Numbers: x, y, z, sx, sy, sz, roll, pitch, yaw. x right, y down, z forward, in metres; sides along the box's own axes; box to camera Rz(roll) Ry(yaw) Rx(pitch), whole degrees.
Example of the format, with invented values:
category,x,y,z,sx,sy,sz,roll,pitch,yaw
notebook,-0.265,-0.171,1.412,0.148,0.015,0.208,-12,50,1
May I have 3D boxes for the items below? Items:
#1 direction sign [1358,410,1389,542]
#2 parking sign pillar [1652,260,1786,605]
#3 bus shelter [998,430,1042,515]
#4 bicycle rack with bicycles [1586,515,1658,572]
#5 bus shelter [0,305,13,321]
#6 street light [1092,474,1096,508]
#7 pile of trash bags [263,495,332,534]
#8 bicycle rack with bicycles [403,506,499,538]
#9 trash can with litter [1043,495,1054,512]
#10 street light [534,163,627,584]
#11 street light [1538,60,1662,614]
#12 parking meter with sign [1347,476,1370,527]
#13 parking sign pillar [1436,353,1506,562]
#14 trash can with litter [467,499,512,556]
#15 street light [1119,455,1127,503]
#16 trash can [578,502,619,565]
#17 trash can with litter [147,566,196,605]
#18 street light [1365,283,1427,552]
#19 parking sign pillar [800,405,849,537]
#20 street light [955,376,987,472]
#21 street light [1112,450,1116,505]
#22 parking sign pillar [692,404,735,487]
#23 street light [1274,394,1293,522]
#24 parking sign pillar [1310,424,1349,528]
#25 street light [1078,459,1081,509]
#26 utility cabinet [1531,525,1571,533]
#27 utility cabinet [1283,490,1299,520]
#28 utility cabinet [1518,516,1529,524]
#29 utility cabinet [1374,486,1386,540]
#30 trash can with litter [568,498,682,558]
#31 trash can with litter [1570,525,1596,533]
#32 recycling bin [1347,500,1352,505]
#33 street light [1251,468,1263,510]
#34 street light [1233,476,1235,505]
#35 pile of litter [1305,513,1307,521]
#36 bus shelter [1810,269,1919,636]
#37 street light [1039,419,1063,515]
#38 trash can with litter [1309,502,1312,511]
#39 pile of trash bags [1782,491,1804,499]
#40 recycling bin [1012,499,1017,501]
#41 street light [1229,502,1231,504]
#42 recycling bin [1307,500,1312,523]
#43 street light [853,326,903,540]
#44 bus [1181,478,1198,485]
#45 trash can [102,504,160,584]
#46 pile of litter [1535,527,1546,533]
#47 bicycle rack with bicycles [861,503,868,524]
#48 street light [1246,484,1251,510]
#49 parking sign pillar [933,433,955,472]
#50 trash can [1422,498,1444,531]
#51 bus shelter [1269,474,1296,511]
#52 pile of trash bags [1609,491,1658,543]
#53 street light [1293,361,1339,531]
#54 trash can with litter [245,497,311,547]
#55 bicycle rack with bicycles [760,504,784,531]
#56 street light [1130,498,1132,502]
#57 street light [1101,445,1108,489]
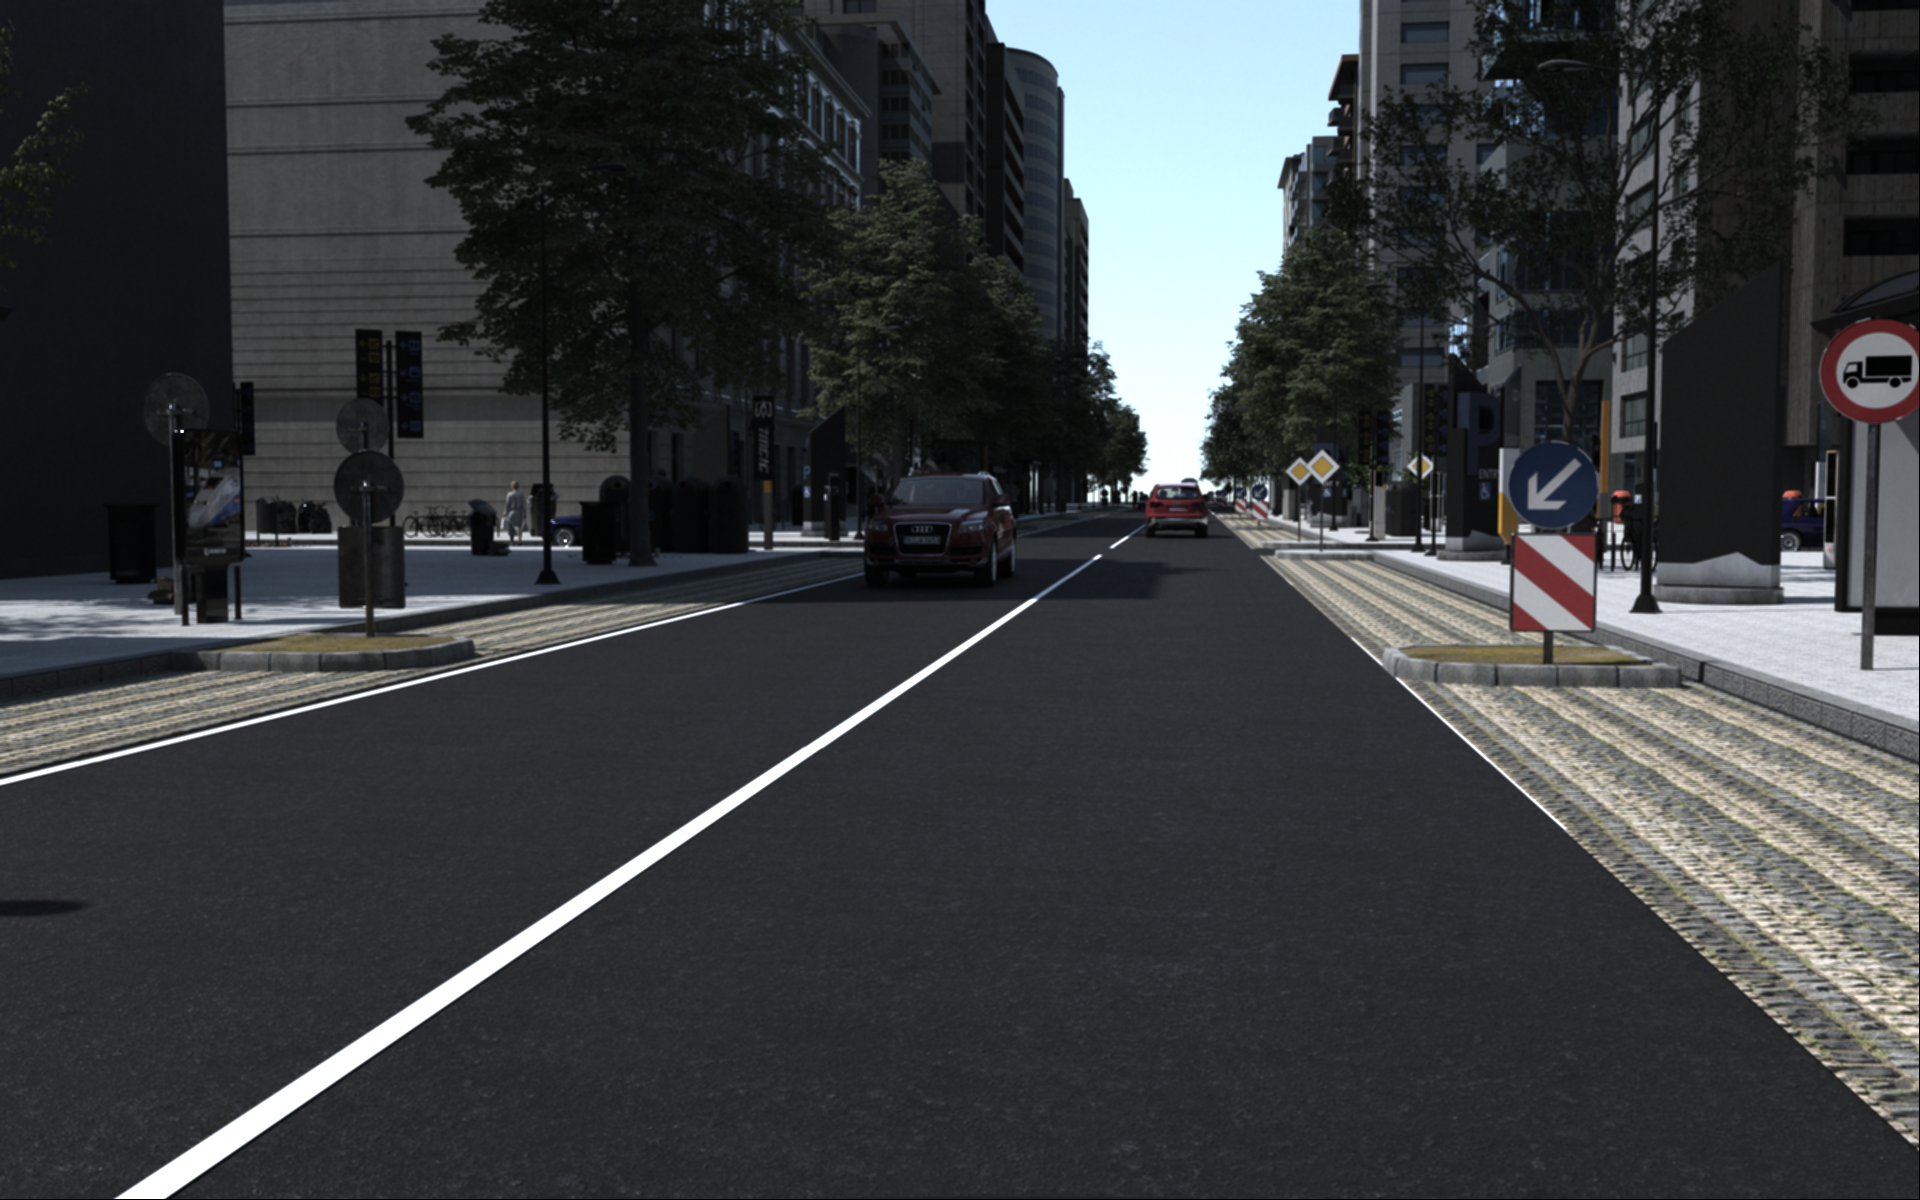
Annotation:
category,x,y,z,sx,sy,sz,roll,pitch,yaw
direction sign,11.181,-3.358,46.896,0.876,3.537,0.379,-1,4,-12
parking sign pillar,9.044,-1.963,20.571,1.447,3.967,1.447,3,4,39
bus shelter,3.613,-7.953,107.662,2.179,5.291,8.768,0,4,7
bicycle rack with bicycles,11.758,-0.958,29.041,2.852,0.926,2.925,1,4,22
bus shelter,-9.405,-1.117,12.188,2.014,3.302,5.546,0,4,7
street light,10.475,-10.491,144.070,1.470,5.913,1.316,0,4,8
pile of trash bags,-22.179,-2.830,56.028,3.447,1.369,1.912,-2,4,-26
bicycle rack with bicycles,-15.267,-2.354,51.870,2.925,0.926,2.852,-3,5,-41
trash can with litter,6.387,-6.751,121.430,1.678,1.210,2.233,1,4,8
street light,-5.357,-3.178,24.496,1.470,5.913,1.316,0,4,8
street light,6.888,-2.820,18.649,1.470,5.913,1.316,0,4,8
parking meter with sign,15.691,-4.379,67.863,0.543,3.016,1.738,3,5,42
parking sign pillar,9.987,-2.752,33.471,1.447,3.967,1.447,-3,4,-36
trash can with litter,-9.801,-1.519,36.222,1.055,1.170,0.624,2,4,35
street light,18.794,-14.282,206.053,1.470,5.913,1.316,0,4,8
trash can,-6.611,-1.227,31.722,0.748,1.137,0.748,0,3,0
trash can with litter,-9.057,-0.556,20.473,0.624,1.170,1.055,1,4,14
street light,9.608,-4.017,38.219,1.470,5.913,1.316,0,4,8
parking sign pillar,-4.065,-3.879,51.890,1.447,3.967,1.447,-3,5,-41
street light,0.379,-5.860,68.344,1.470,5.913,1.316,0,4,8
street light,15.828,-12.908,183.589,1.470,5.913,1.316,0,4,8
parking sign pillar,-7.460,-3.917,52.518,1.447,3.967,1.447,2,4,28
street light,15.011,-6.571,79.977,1.470,5.913,1.316,0,4,8
parking sign pillar,14.078,-4.735,65.896,1.447,3.967,1.447,3,5,43
street light,7.862,-9.271,124.126,1.470,5.913,1.316,0,4,8
utility cabinet,16.281,-2.236,47.718,1.020,1.237,0.306,1,4,23
utility cabinet,16.185,-4.649,84.693,0.318,1.500,1.173,3,4,36
utility cabinet,23.697,-3.922,72.797,1.173,1.500,0.318,-1,4,-22
utility cabinet,11.714,-2.422,48.277,0.318,1.500,1.173,1,4,13
trash can with litter,-6.902,-1.471,35.109,2.233,1.210,1.678,2,4,27
trash can with litter,18.118,-2.394,50.537,1.055,1.170,0.624,0,4,2
recycling bin,17.425,-3.865,75.755,0.722,1.027,0.722,-1,4,-17
street light,17.664,-7.769,99.557,1.470,5.913,1.316,0,4,8
street light,22.520,-10.043,136.750,1.470,5.913,1.316,0,4,8
pile of litter,16.970,-4.180,82.315,1.176,0.858,1.719,2,4,33
bus shelter,8.450,-1.175,13.130,2.014,3.302,5.546,0,4,8
street light,5.657,-8.263,107.645,1.470,5.913,1.316,0,4,8
trash can with litter,14.637,-3.566,69.688,1.055,1.170,0.624,0,4,-5
pile of trash bags,23.204,-2.252,46.566,3.447,1.369,1.912,-2,4,-34
recycling bin,2.704,-5.072,95.482,0.722,1.027,0.722,-1,4,-13
street light,25.363,-11.251,156.495,1.470,5.913,1.316,0,4,8
recycling bin,15.757,-3.905,76.395,0.722,1.027,0.722,2,4,34
street light,-2.282,-4.627,48.186,1.470,5.913,1.316,0,4,8
bus,35.050,-16.703,264.638,2.896,3.916,12.252,0,4,8
trash can,-11.875,-0.807,24.852,0.748,1.137,0.748,0,3,0
pile of litter,15.698,-1.960,46.009,1.176,0.858,1.719,1,4,16
bicycle rack with bicycles,-2.902,-3.724,74.273,2.852,0.926,2.925,-1,4,-16
street light,20.385,-9.004,119.760,1.470,5.913,1.316,0,4,8
parking sign pillar,-0.599,-5.248,74.272,1.447,3.967,1.447,1,4,21
trash can,16.653,-3.021,61.045,0.748,1.137,0.748,0,3,0
bus shelter,21.878,-7.558,117.497,2.014,3.302,5.546,0,4,8
pile of trash bags,18.456,-2.231,46.226,1.912,1.369,3.447,-1,4,-13
street light,12.512,-5.372,60.378,1.470,5.913,1.316,0,4,8
trash can with litter,-17.143,-1.901,42.133,2.233,1.210,1.678,1,4,12
bicycle rack with bicycles,-7.355,-2.872,60.346,2.852,0.926,2.925,0,4,6
street light,21.415,-15.480,225.636,1.470,5.913,1.316,0,4,8
street light,13.191,-11.688,163.641,1.470,5.913,1.316,0,4,8
